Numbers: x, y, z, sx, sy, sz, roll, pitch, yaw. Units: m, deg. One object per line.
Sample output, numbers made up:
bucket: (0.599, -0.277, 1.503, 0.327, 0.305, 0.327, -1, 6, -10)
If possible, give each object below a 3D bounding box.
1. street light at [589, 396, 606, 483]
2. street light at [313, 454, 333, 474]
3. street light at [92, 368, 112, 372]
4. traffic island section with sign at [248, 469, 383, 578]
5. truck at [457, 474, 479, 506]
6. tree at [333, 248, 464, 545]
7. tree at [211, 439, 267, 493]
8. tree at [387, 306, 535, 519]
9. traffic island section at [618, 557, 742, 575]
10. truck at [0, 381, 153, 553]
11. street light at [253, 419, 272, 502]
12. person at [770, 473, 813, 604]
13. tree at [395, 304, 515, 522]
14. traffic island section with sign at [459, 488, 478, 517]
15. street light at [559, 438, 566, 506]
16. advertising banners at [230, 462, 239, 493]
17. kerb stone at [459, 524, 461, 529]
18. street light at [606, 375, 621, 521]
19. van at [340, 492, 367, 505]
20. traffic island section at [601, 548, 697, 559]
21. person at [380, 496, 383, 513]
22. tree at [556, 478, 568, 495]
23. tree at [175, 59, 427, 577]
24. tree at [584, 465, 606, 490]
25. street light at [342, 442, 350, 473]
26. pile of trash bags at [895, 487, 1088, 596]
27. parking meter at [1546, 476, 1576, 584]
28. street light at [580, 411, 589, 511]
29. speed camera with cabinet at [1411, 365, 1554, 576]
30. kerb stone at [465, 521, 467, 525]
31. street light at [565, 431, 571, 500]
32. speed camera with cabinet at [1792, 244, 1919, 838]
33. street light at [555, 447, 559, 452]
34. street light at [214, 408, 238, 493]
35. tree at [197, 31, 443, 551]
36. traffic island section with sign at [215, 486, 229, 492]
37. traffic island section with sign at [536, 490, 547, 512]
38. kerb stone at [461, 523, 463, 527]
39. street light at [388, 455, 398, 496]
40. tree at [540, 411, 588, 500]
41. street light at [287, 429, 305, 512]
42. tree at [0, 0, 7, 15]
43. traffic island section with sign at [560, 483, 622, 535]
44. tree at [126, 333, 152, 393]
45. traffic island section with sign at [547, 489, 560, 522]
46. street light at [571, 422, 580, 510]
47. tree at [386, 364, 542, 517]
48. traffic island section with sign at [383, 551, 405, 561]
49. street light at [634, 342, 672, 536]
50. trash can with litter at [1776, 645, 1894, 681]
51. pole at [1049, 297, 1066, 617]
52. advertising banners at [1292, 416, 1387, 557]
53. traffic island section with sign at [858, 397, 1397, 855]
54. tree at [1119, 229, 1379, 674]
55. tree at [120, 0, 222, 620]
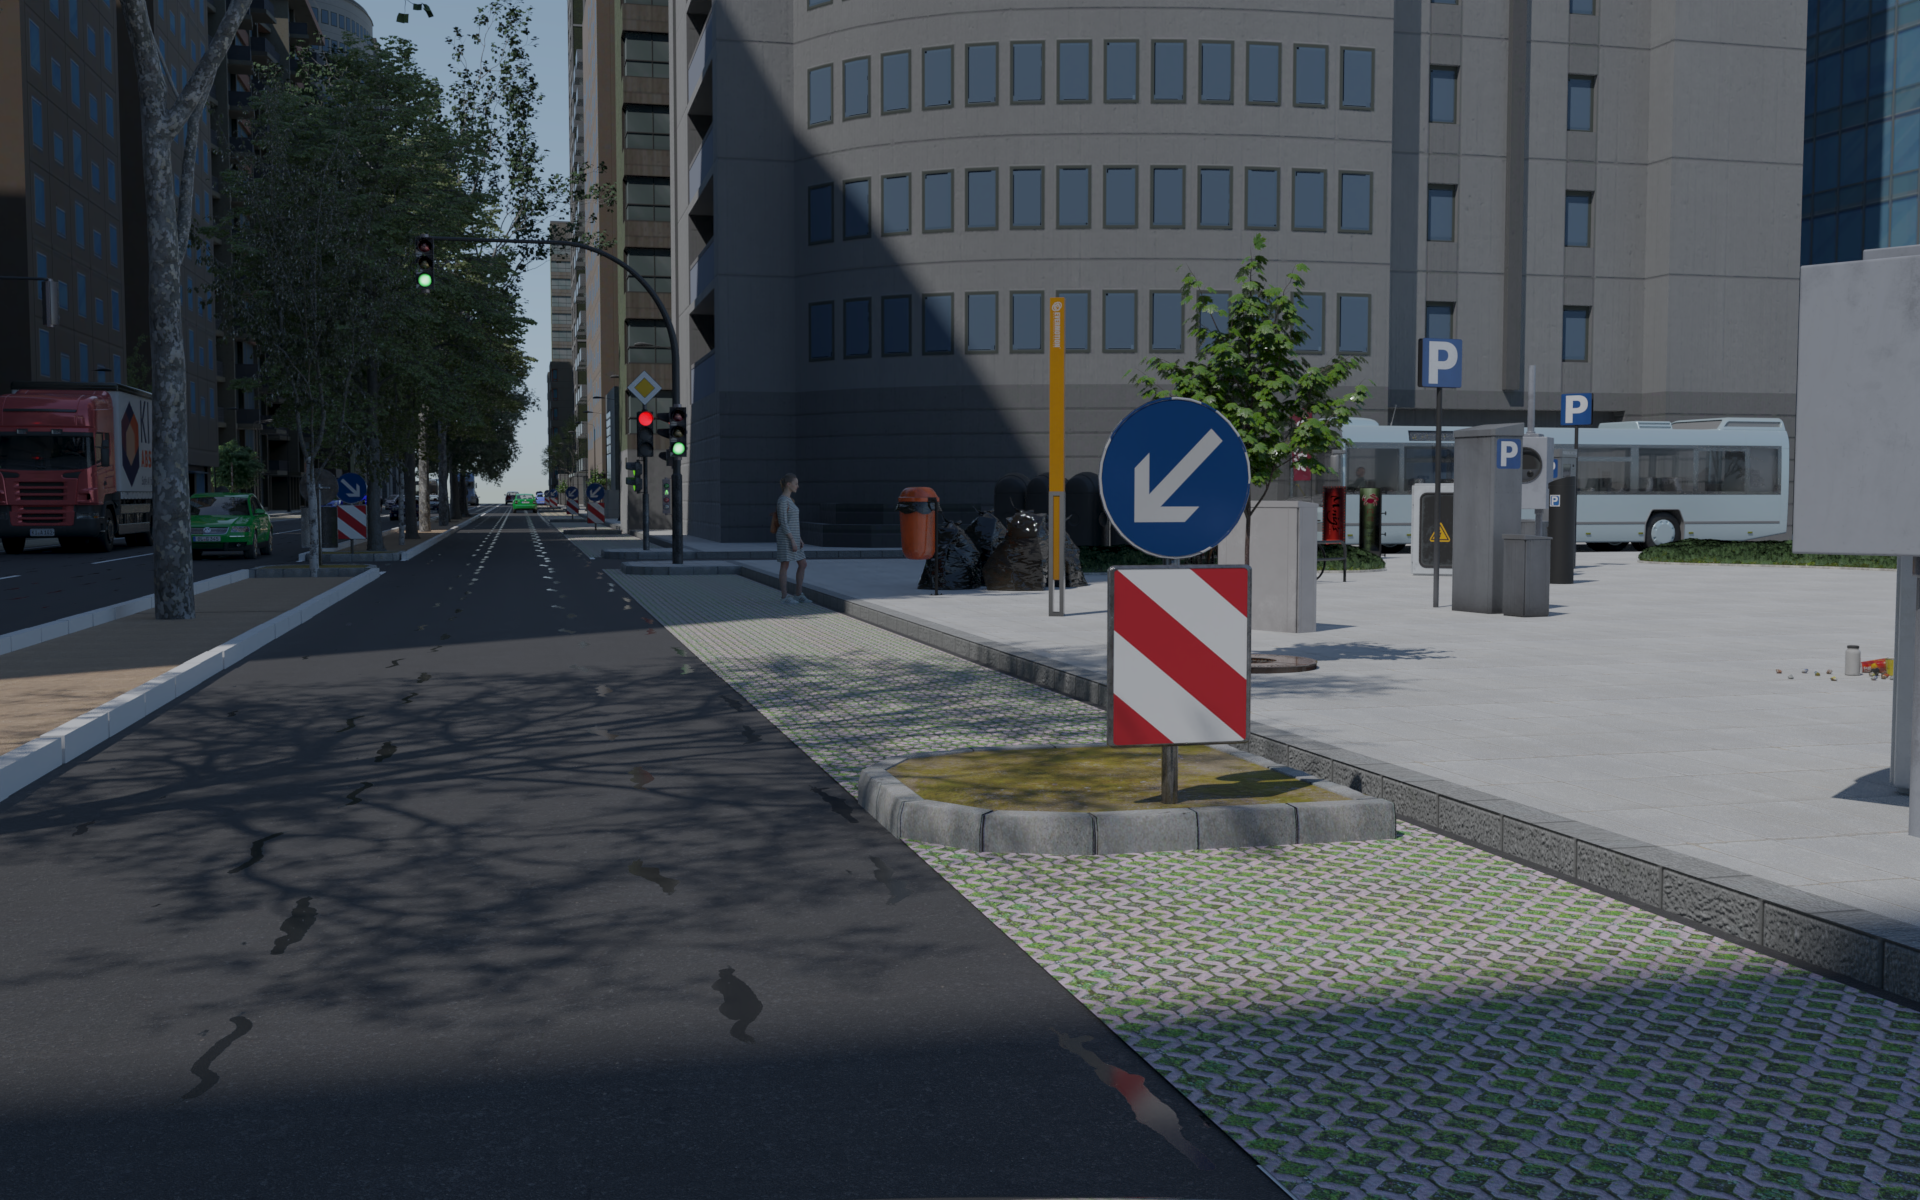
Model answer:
street light: (-16.748, -6.725, 82.492, 1.470, 5.913, 1.316, -1, 4, -14)
street light: (-50.988, -10.127, 138.115, 1.470, 5.913, 1.316, -1, 4, -14)
street light: (-32.022, -5.594, 63.995, 1.470, 5.913, 1.316, -1, 4, -14)
traffic island section with sign: (-11.363, -1.369, 30.525, 2.006, 1.907, 1.989, -1, 4, -14)
truck: (-60.941, -13.703, 213.803, 2.967, 4.110, 18.799, -1, 4, -14)
tree: (-15.715, -5.847, 48.411, 4.737, 8.622, 4.395, 0, 3, 0)
tree: (-43.929, -7.381, 104.388, 4.285, 4.588, 4.351, 0, 3, 0)
tree: (-28.362, -11.490, 96.977, 9.857, 13.997, 8.962, 0, 3, 0)
traffic island section: (-5.176, -0.585, 31.846, 2.009, 0.180, 2.903, -1, 4, -14)
truck: (-22.879, -3.457, 45.442, 2.839, 4.237, 11.283, -1, 4, -15)
street light: (-43.662, -8.355, 109.141, 1.470, 5.913, 1.316, -1, 4, -14)
person: (-2.218, -0.794, 22.492, 0.522, 1.701, 0.512, 0, 4, 7)
tree: (-26.097, -9.732, 87.332, 9.928, 11.665, 9.643, 0, 3, 0)
traffic island section with sign: (-31.739, -6.262, 110.526, 2.006, 1.907, 1.989, -1, 4, -14)
street light: (-31.987, -10.392, 142.452, 1.470, 5.913, 1.316, -1, 4, -14)
advertising banners: (-40.559, -6.159, 96.895, 0.090, 3.025, 2.074, -1, 4, -12)
kerb stone: (-19.998, -2.845, 68.807, 0.120, 0.150, 1.000, -1, 4, -14)
street light: (-12.943, -5.826, 67.804, 1.470, 5.913, 1.316, -1, 4, -14)
van: (-42.381, -7.171, 121.636, 2.240, 2.365, 5.245, -1, 4, -15)
traffic island section: (-7.147, -1.058, 39.585, 2.009, 0.180, 2.903, -1, 4, -14)
person: (-43.997, -7.320, 131.365, 0.799, 1.438, 0.628, 2, 4, 31)
tree: (-46.434, -12.734, 202.805, 1.663, 3.219, 1.824, 0, 3, 0)
tree: (-10.993, -4.672, 29.208, 4.360, 8.622, 3.978, 0, 3, 0)
tree: (-24.083, -7.360, 114.939, 1.663, 3.219, 1.824, 0, 3, 0)
street light: (-54.721, -11.016, 152.657, 1.470, 5.913, 1.316, -1, 4, -14)
pile of trash bags: (0.240, -0.824, 23.222, 1.912, 1.369, 3.447, 2, 4, 32)
parking meter: (8.588, -0.999, 24.752, 0.372, 1.533, 0.369, 0, 3, 0)
street light: (-20.352, -7.612, 96.994, 1.470, 5.913, 1.316, -1, 4, -14)
speed camera with cabinet: (8.103, -1.991, 26.892, 2.038, 3.252, 0.660, 2, 4, 29)
kerb stone: (-21.776, -3.272, 75.762, 0.120, 0.150, 1.000, -1, 4, -14)
street light: (-28.182, -9.508, 128.001, 1.470, 5.913, 1.316, -1, 4, -14)
speed camera with cabinet: (4.117, -0.780, 7.084, 2.038, 3.252, 0.660, -3, 5, -42)
street light: (-35.763, -11.316, 157.557, 1.470, 5.913, 1.316, -1, 4, -14)
street light: (-39.475, -7.371, 93.057, 1.470, 5.913, 1.316, -1, 4, -14)
tree: (-14.313, -7.441, 42.249, 7.486, 12.596, 7.792, 0, 3, 0)
traffic island section with sign: (-35.546, -4.574, 83.409, 1.989, 1.847, 2.006, -1, 4, -14)
traffic island section with sign: (-31.960, -7.767, 135.613, 1.989, 1.847, 2.006, -1, 4, -14)
kerb stone: (-20.508, -2.972, 70.794, 0.120, 0.150, 1.000, -1, 4, -14)
street light: (-71.666, -15.092, 219.290, 1.470, 5.913, 1.316, -1, 4, -14)
tree: (-43.617, -15.873, 193.930, 7.601, 10.594, 8.767, 2, 4, 29)
street light: (-47.379, -9.240, 123.614, 1.470, 5.913, 1.316, -1, 4, -14)
tree: (-5.400, -5.668, 5.505, 12.009, 13.543, 11.850, 0, 3, 0)
traffic island section with sign: (-13.086, -3.236, 61.543, 1.989, 1.847, 2.006, -1, 4, -14)
tree: (-35.796, -7.584, 74.353, 4.737, 8.622, 4.395, 0, 3, 0)
traffic island section with sign: (-19.784, -4.844, 87.822, 1.989, 1.847, 2.006, -1, 4, -14)
street light: (-24.108, -8.516, 111.781, 1.470, 5.913, 1.316, -1, 4, -14)
tree: (-30.658, -11.443, 106.561, 9.611, 12.733, 9.660, 0, 3, 0)
traffic island section with sign: (-13.182, -1.809, 37.706, 2.006, 1.907, 1.989, -1, 4, -14)
street light: (-9.288, -4.940, 53.315, 1.470, 5.913, 1.316, -1, 4, -14)
trash can with litter: (6.854, -0.034, 11.620, 1.678, 1.210, 2.233, -2, 4, -27)
pole: (1.017, -1.484, 18.107, 0.158, 3.312, 0.155, 0, 3, 0)
advertising banners: (7.510, -2.349, 34.593, 2.074, 3.025, 0.090, 2, 4, 34)
traffic island section with sign: (0.595, 0.050, 7.813, 1.989, 1.847, 2.006, -1, 4, -14)
tree: (2.250, -1.107, 12.708, 1.663, 3.219, 1.824, 0, 3, 0)
tree: (-7.596, -9.806, 18.682, 12.611, 20.169, 13.585, 0, 3, 0)
